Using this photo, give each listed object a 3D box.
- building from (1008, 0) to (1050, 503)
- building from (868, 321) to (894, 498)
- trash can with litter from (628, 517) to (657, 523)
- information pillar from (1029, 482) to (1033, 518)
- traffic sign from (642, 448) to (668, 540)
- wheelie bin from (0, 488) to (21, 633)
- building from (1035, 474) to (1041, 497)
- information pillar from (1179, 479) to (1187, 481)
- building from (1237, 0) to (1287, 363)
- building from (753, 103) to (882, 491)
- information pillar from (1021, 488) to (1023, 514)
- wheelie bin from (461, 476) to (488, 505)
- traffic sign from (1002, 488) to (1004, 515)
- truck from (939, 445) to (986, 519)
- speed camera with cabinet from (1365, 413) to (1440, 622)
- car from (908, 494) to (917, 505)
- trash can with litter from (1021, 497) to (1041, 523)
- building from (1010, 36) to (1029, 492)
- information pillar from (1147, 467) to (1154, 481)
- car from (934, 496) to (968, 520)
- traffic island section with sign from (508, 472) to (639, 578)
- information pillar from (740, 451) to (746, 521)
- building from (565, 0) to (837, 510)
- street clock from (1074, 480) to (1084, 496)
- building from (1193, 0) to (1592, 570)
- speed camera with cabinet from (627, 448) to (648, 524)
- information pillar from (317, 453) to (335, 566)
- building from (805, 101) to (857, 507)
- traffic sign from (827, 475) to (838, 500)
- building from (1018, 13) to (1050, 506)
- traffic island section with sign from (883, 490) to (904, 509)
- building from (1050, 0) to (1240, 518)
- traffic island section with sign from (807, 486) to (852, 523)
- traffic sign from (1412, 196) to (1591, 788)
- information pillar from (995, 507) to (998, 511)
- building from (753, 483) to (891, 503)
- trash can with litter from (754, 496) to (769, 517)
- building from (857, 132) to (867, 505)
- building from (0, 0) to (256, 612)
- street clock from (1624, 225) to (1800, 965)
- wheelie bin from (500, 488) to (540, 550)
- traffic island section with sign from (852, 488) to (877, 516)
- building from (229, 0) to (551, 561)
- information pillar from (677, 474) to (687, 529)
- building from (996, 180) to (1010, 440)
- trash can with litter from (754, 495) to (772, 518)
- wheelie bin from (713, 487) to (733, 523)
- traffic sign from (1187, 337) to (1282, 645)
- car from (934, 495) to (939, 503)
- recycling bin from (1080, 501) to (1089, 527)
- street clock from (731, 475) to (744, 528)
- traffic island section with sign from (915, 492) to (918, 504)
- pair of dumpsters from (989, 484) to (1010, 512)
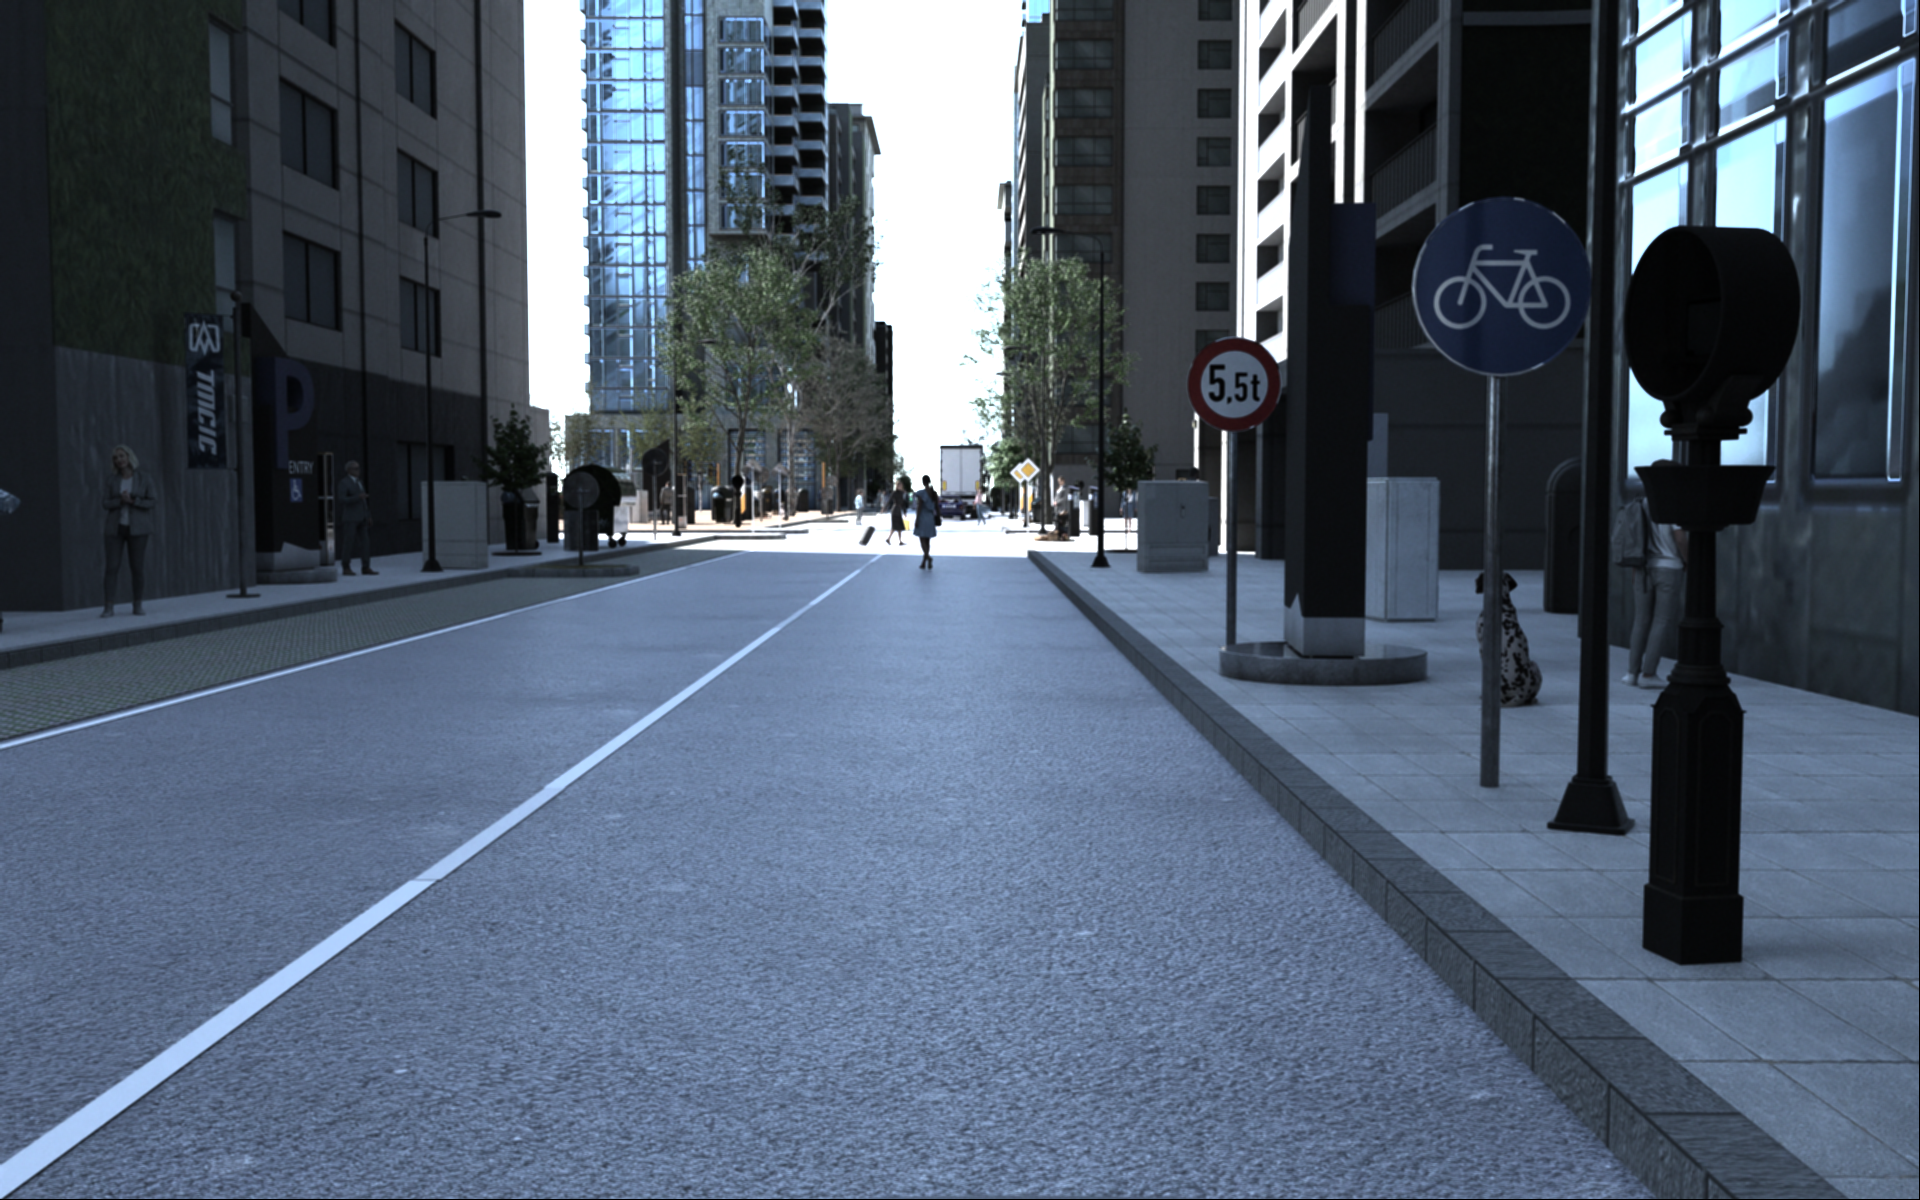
[{"bbox_3d":[16.574,-57.468,252.272,22.319,86.520,31.000,0,4,0],"label":"building"},{"bbox_3d":[-18.144,-31.319,283.765,14.160,30.474,14.107,0,4,0],"label":"building"},{"bbox_3d":[-14.570,-4.079,77.744,2.233,1.210,1.678,-2,4,-25],"label":"trash can with litter"},{"bbox_3d":[3.724,-6.206,92.819,0.183,3.616,0.504,-3,4,-37],"label":"information pillar"},{"bbox_3d":[-8.497,-2.942,48.204,0.768,2.556,0.104,1,4,9],"label":"traffic sign"},{"bbox_3d":[-9.004,-0.470,15.598,0.980,1.594,0.693,-2,4,-24],"label":"wheelie bin"},{"bbox_3d":[22.770,-28.014,149.912,32.217,40.220,23.993,0,4,0],"label":"building"},{"bbox_3d":[10.501,-4.727,81.773,0.304,2.012,0.304,2,4,28],"label":"information pillar"},{"bbox_3d":[27.722,-32.637,75.615,28.212,58.520,21.231,0,4,0],"label":"building"},{"bbox_3d":[-25.567,-39.665,237.763,28.713,52.752,27.495,0,4,0],"label":"building"},{"bbox_3d":[4.018,-7.354,111.592,0.183,3.616,0.504,-1,4,-8],"label":"information pillar"},{"bbox_3d":[-8.843,-1.412,30.998,0.693,1.594,0.980,0,4,-8],"label":"wheelie bin"},{"bbox_3d":[2.583,-6.377,104.367,0.768,2.556,0.104,0,4,3],"label":"traffic sign"},{"bbox_3d":[0.128,-7.042,104.049,2.839,4.237,11.283,0,4,1],"label":"truck"},{"bbox_3d":[4.390,-1.461,18.229,0.660,3.252,2.038,0,4,-8],"label":"speed camera with cabinet"},{"bbox_3d":[-5.861,-11.688,199.896,1.959,1.807,4.718,0,4,1],"label":"car"},{"bbox_3d":[3.238,-3.940,75.809,1.055,1.170,0.624,-3,4,-37],"label":"trash can with litter"},{"bbox_3d":[20.716,-37.159,196.792,28.713,52.752,27.495,0,4,0],"label":"building"},{"bbox_3d":[4.511,-2.288,41.897,0.304,2.012,0.304,0,4,-7],"label":"information pillar"},{"bbox_3d":[-0.552,-5.074,95.533,1.945,1.354,3.894,0,4,1],"label":"car"},{"bbox_3d":[-6.720,-1.333,30.421,1.989,1.847,2.006,0,4,0],"label":"traffic island section with sign"},{"bbox_3d":[-10.300,-5.524,81.670,0.183,3.616,0.504,-3,5,-44],"label":"information pillar"},{"bbox_3d":[-21.698,-51.331,151.932,22.319,86.520,31.000,0,4,0],"label":"building"},{"bbox_3d":[6.196,-5.227,90.038,0.471,2.002,0.358,3,5,40],"label":"street clock"},{"bbox_3d":[16.108,-36.289,31.578,20.563,71.187,20.611,0,4,0],"label":"building"},{"bbox_3d":[-14.213,-4.957,75.390,0.660,3.252,2.038,1,4,11],"label":"speed camera with cabinet"},{"bbox_3d":[-11.341,-1.609,30.795,0.304,2.012,0.304,0,4,5],"label":"information pillar"},{"bbox_3d":[-18.319,-30.105,175.804,14.154,41.232,14.086,0,4,0],"label":"building"},{"bbox_3d":[-8.637,-7.143,116.891,0.768,2.556,0.104,0,4,8],"label":"traffic sign"},{"bbox_3d":[16.781,-33.562,172.432,21.300,48.544,21.600,0,4,0],"label":"building"},{"bbox_3d":[-6.280,-9.402,162.342,1.989,1.847,2.006,0,4,0],"label":"traffic island section with sign"},{"bbox_3d":[12.004,-19.984,98.437,14.160,30.474,14.107,0,4,0],"label":"building"},{"bbox_3d":[-6.542,-4.731,85.976,1.989,1.847,2.006,0,4,0],"label":"traffic island section with sign"},{"bbox_3d":[2.326,-0.454,7.528,0.768,2.556,0.104,0,4,1],"label":"traffic sign"},{"bbox_3d":[2.833,-8.758,134.541,0.504,3.616,0.183,-2,4,-30],"label":"information pillar"},{"bbox_3d":[-26.905,-34.984,263.863,32.217,40.220,23.993,0,4,0],"label":"building"},{"bbox_3d":[-11.094,-5.187,96.194,1.055,1.170,0.624,1,4,18],"label":"trash can with litter"},{"bbox_3d":[-17.719,-30.964,189.861,14.154,41.232,14.086,0,4,0],"label":"building"},{"bbox_3d":[-16.805,-20.329,15.969,14.154,41.232,14.086,0,4,0],"label":"building"},{"bbox_3d":[2.035,-0.012,4.759,0.358,2.002,0.471,-1,4,-10],"label":"street clock"},{"bbox_3d":[-10.127,-1.950,39.790,0.693,1.594,0.980,1,4,20],"label":"wheelie bin"},{"bbox_3d":[-6.448,-6.387,113.058,1.989,1.847,2.006,0,4,0],"label":"traffic island section with sign"},{"bbox_3d":[-22.166,-36.672,37.836,20.611,71.187,20.563,0,4,0],"label":"building"},{"bbox_3d":[-10.239,-3.623,63.734,0.304,2.012,0.304,1,4,9],"label":"information pillar"},{"bbox_3d":[20.453,-42.452,283.332,28.713,52.752,27.495,0,4,0],"label":"building"},{"bbox_3d":[-10.514,-4.925,91.580,1.678,1.210,2.233,-2,4,-28],"label":"trash can with litter"},{"bbox_3d":[-10.564,-4.224,76.976,0.693,1.594,0.980,1,4,21],"label":"wheelie bin"},{"bbox_3d":[2.226,-0.859,14.143,0.768,2.556,0.104,0,4,3],"label":"traffic sign"},{"bbox_3d":[-3.180,-11.749,201.129,2.155,1.783,4.494,0,4,-1],"label":"car"},{"bbox_3d":[5.055,-3.338,67.126,0.722,1.027,0.722,0,4,-5],"label":"recycling bin"},{"bbox_3d":[-8.519,-3.784,66.439,0.471,2.002,0.358,0,4,-5],"label":"street clock"},{"bbox_3d":[-6.003,-14.506,245.804,1.989,1.847,2.006,0,4,0],"label":"traffic island section with sign"},{"bbox_3d":[2.932,-7.652,127.603,1.574,2.255,4.437,0,4,0],"label":"pair of dumpsters"}]
